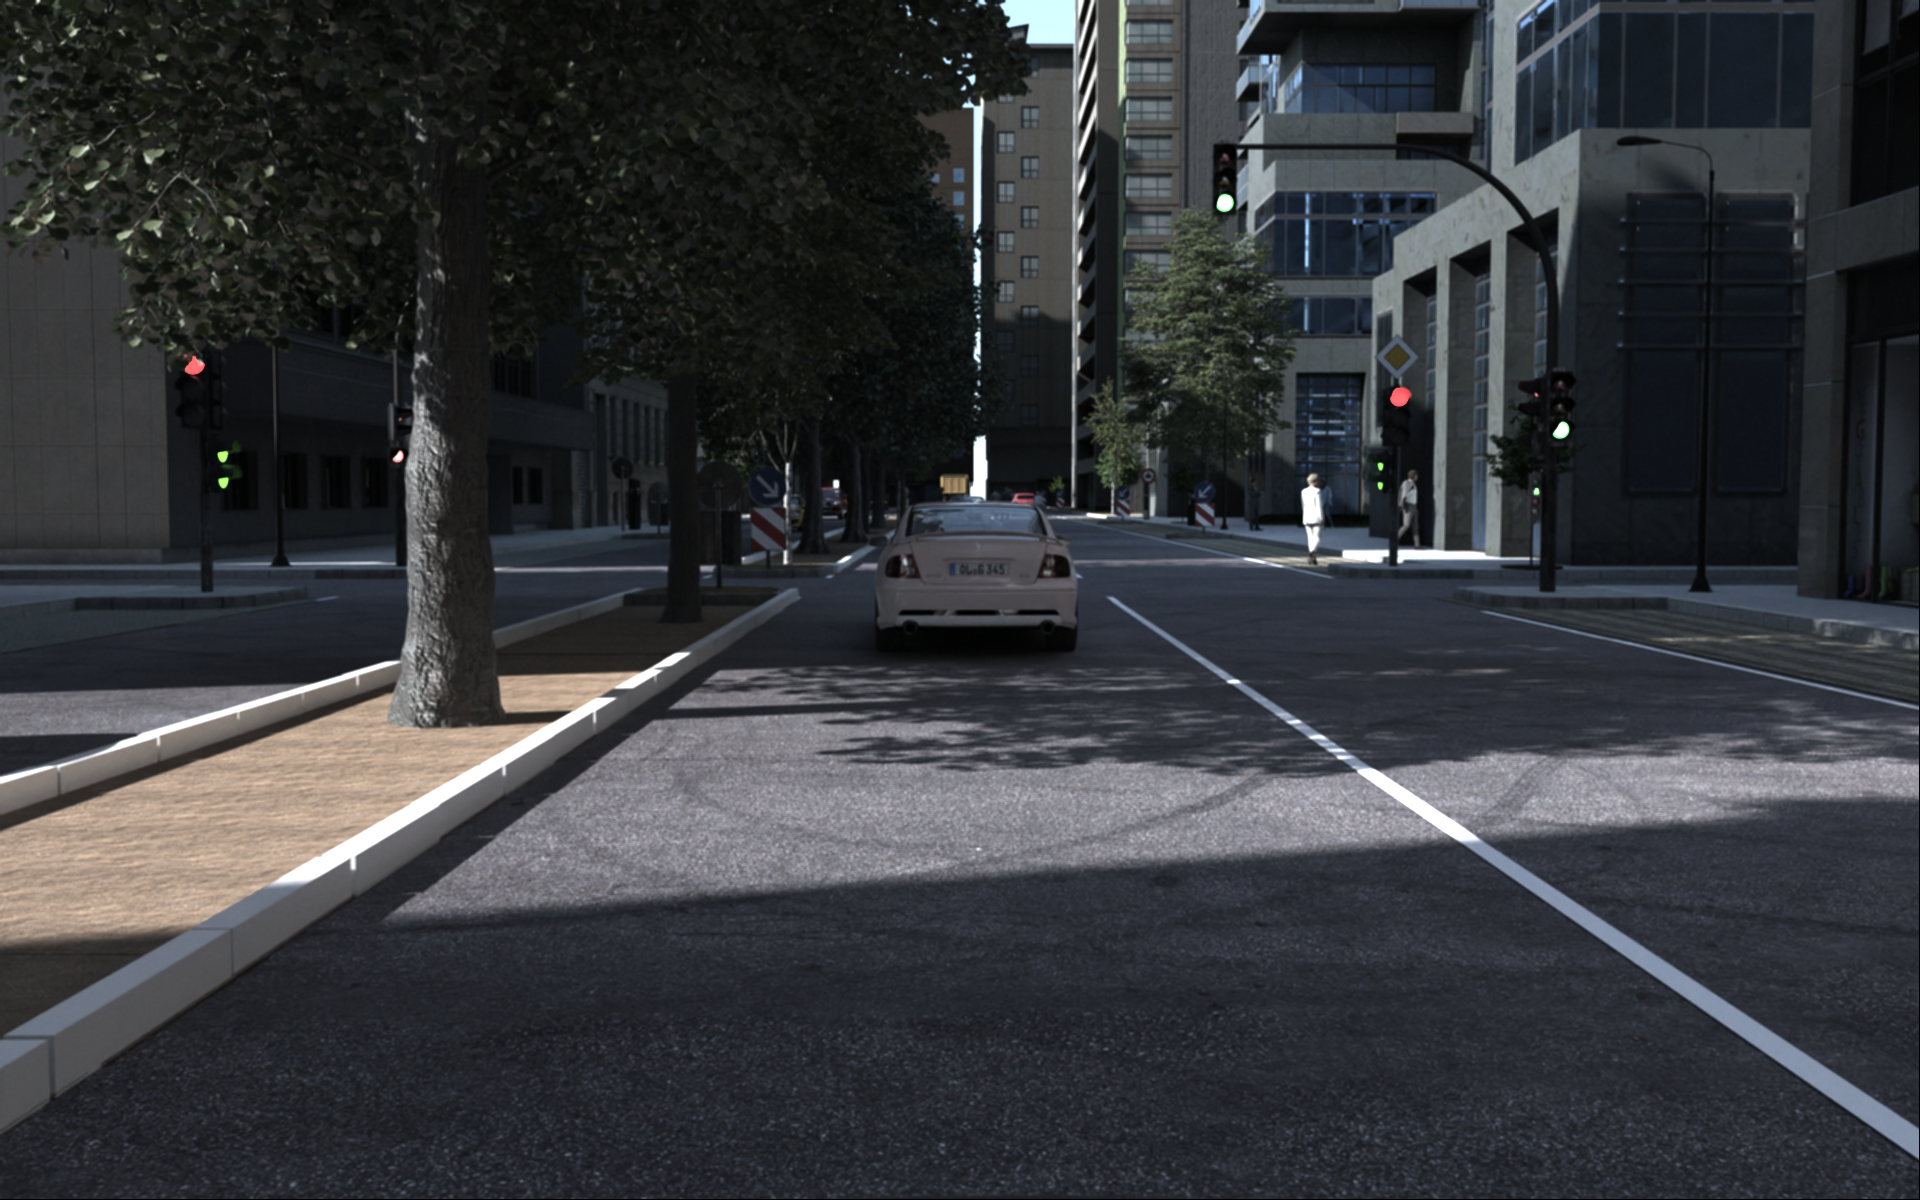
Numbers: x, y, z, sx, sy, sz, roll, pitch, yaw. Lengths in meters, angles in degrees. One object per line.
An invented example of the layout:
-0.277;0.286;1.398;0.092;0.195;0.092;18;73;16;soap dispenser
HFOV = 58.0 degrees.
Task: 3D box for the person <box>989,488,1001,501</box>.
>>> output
2.009;-5.430;97.552;0.678;1.792;0.850;-1;4;-12;person

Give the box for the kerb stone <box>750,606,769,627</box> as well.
-2.237;0.199;18.968;0.120;0.150;1.000;0;3;0;kerb stone

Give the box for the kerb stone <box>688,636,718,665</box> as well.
-2.230;0.450;14.854;0.120;0.150;1.000;0;3;0;kerb stone

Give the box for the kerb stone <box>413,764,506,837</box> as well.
-2.219;0.889;7.684;0.120;0.150;1.000;0;3;0;kerb stone

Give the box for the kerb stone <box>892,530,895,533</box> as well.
-2.310;-2.152;57.421;0.120;0.150;1.000;0;3;0;kerb stone

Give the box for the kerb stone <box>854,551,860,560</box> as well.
-2.274;-0.901;36.927;0.120;0.150;1.000;0;3;0;kerb stone

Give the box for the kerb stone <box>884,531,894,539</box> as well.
-2.315;-2.088;56.392;0.120;0.150;1.000;0;3;0;kerb stone

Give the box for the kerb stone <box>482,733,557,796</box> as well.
-2.214;0.825;8.706;0.120;0.150;1.000;0;3;0;kerb stone

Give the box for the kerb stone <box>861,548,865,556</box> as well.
-2.276;-1.024;38.973;0.120;0.150;1.000;0;3;0;kerb stone

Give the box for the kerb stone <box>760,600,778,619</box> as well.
-2.238;0.135;19.991;0.120;0.150;1.000;0;3;0;kerb stone

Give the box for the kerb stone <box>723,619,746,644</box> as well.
-2.232;0.324;16.910;0.120;0.150;1.000;0;3;0;kerb stone

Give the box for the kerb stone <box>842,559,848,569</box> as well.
-2.267;-0.644;32.827;0.120;0.150;1.000;0;3;0;kerb stone

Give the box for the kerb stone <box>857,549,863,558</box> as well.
-2.276;-0.964;37.950;0.120;0.150;1.000;0;3;0;kerb stone

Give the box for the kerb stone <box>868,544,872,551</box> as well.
-2.286;-1.214;42.048;0.120;0.150;1.000;0;3;0;kerb stone

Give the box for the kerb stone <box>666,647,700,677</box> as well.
-2.232;0.512;13.831;0.120;0.150;1.000;0;3;0;kerb stone

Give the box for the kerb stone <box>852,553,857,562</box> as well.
-2.275;-0.837;35.898;0.120;0.150;1.000;0;3;0;kerb stone

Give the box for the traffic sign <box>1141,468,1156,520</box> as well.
9.298;-5.227;85.572;0.768;2.556;0.104;0;4;6;traffic sign

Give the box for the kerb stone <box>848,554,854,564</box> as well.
-2.271;-0.776;34.876;0.120;0.150;1.000;0;3;0;kerb stone

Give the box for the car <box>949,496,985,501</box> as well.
0.276;-3.387;67.731;2.083;1.381;4.827;0;4;0;car

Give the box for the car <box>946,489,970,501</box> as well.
-0.058;-5.127;93.612;2.009;1.686;4.222;0;4;-1;car

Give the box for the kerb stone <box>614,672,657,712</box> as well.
-2.224;0.637;11.787;0.120;0.150;1.000;0;3;0;kerb stone

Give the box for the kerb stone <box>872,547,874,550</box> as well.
-2.284;-1.276;43.073;0.120;0.150;1.000;0;3;0;kerb stone

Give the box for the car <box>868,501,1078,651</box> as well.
0.116;-0.295;17.178;2.083;1.381;4.827;0;4;-1;car

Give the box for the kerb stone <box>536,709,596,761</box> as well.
-2.223;0.763;9.731;0.120;0.150;1.000;0;3;0;kerb stone

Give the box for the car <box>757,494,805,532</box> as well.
-6.735;-3.454;66.703;2.015;1.641;3.980;0;4;1;car

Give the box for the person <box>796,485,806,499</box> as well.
-6.901;-4.079;75.296;0.635;1.810;0.391;-2;4;-28;person

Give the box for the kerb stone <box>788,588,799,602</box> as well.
-2.253;-0.052;23.059;0.120;0.150;1.000;0;3;0;kerb stone

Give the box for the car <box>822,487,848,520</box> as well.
-7.526;-5.503;98.644;2.281;1.827;5.304;0;4;1;car

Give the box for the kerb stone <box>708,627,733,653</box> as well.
-2.231;0.387;15.889;0.120;0.150;1.000;0;3;0;kerb stone

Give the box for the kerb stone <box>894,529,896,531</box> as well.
-2.320;-2.217;58.444;0.120;0.150;1.000;0;3;0;kerb stone

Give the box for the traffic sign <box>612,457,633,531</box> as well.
-11.660;-3.655;59.857;0.768;2.556;0.104;1;4;8;traffic sign

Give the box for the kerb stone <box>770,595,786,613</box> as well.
-2.246;0.072;21.013;0.120;0.150;1.000;0;3;0;kerb stone

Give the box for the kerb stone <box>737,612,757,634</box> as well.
-2.242;0.261;17.935;0.120;0.150;1.000;0;3;0;kerb stone

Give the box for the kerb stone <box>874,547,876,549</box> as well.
-2.287;-1.337;44.096;0.120;0.150;1.000;0;3;0;kerb stone

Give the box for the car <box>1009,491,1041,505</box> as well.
4.169;-6.281;111.733;2.155;1.783;4.494;0;3;0;car

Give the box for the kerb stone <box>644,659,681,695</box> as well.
-2.222;0.574;12.809;0.120;0.150;1.000;0;3;0;kerb stone

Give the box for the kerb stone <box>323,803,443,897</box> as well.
-2.207;0.952;6.653;0.120;0.150;1.000;0;3;0;kerb stone

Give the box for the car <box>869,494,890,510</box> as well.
-7.386;-9.066;158.012;2.009;1.686;4.222;0;4;-1;car

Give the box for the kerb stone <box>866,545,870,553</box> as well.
-2.285;-1.152;41.025;0.120;0.150;1.000;0;3;0;kerb stone

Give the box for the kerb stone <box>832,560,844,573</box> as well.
-2.265;-0.588;31.803;0.120;0.150;1.000;0;3;0;kerb stone

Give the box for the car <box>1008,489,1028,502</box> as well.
4.535;-7.935;138.414;2.281;1.827;5.304;0;4;-1;car

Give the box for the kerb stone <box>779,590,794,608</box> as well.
-2.251;0.011;22.035;0.120;0.150;1.000;0;3;0;kerb stone

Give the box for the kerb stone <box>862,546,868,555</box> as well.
-2.276;-1.089;39.995;0.120;0.150;1.000;0;3;0;kerb stone

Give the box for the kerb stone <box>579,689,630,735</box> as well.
-2.219;0.699;10.764;0.120;0.150;1.000;0;3;0;kerb stone

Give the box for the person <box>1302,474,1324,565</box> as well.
7.058;-1.611;34.716;0.514;1.842;0.818;2;4;31;person

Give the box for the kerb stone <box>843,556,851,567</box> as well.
-2.265;-0.711;33.851;0.120;0.150;1.000;0;3;0;kerb stone
